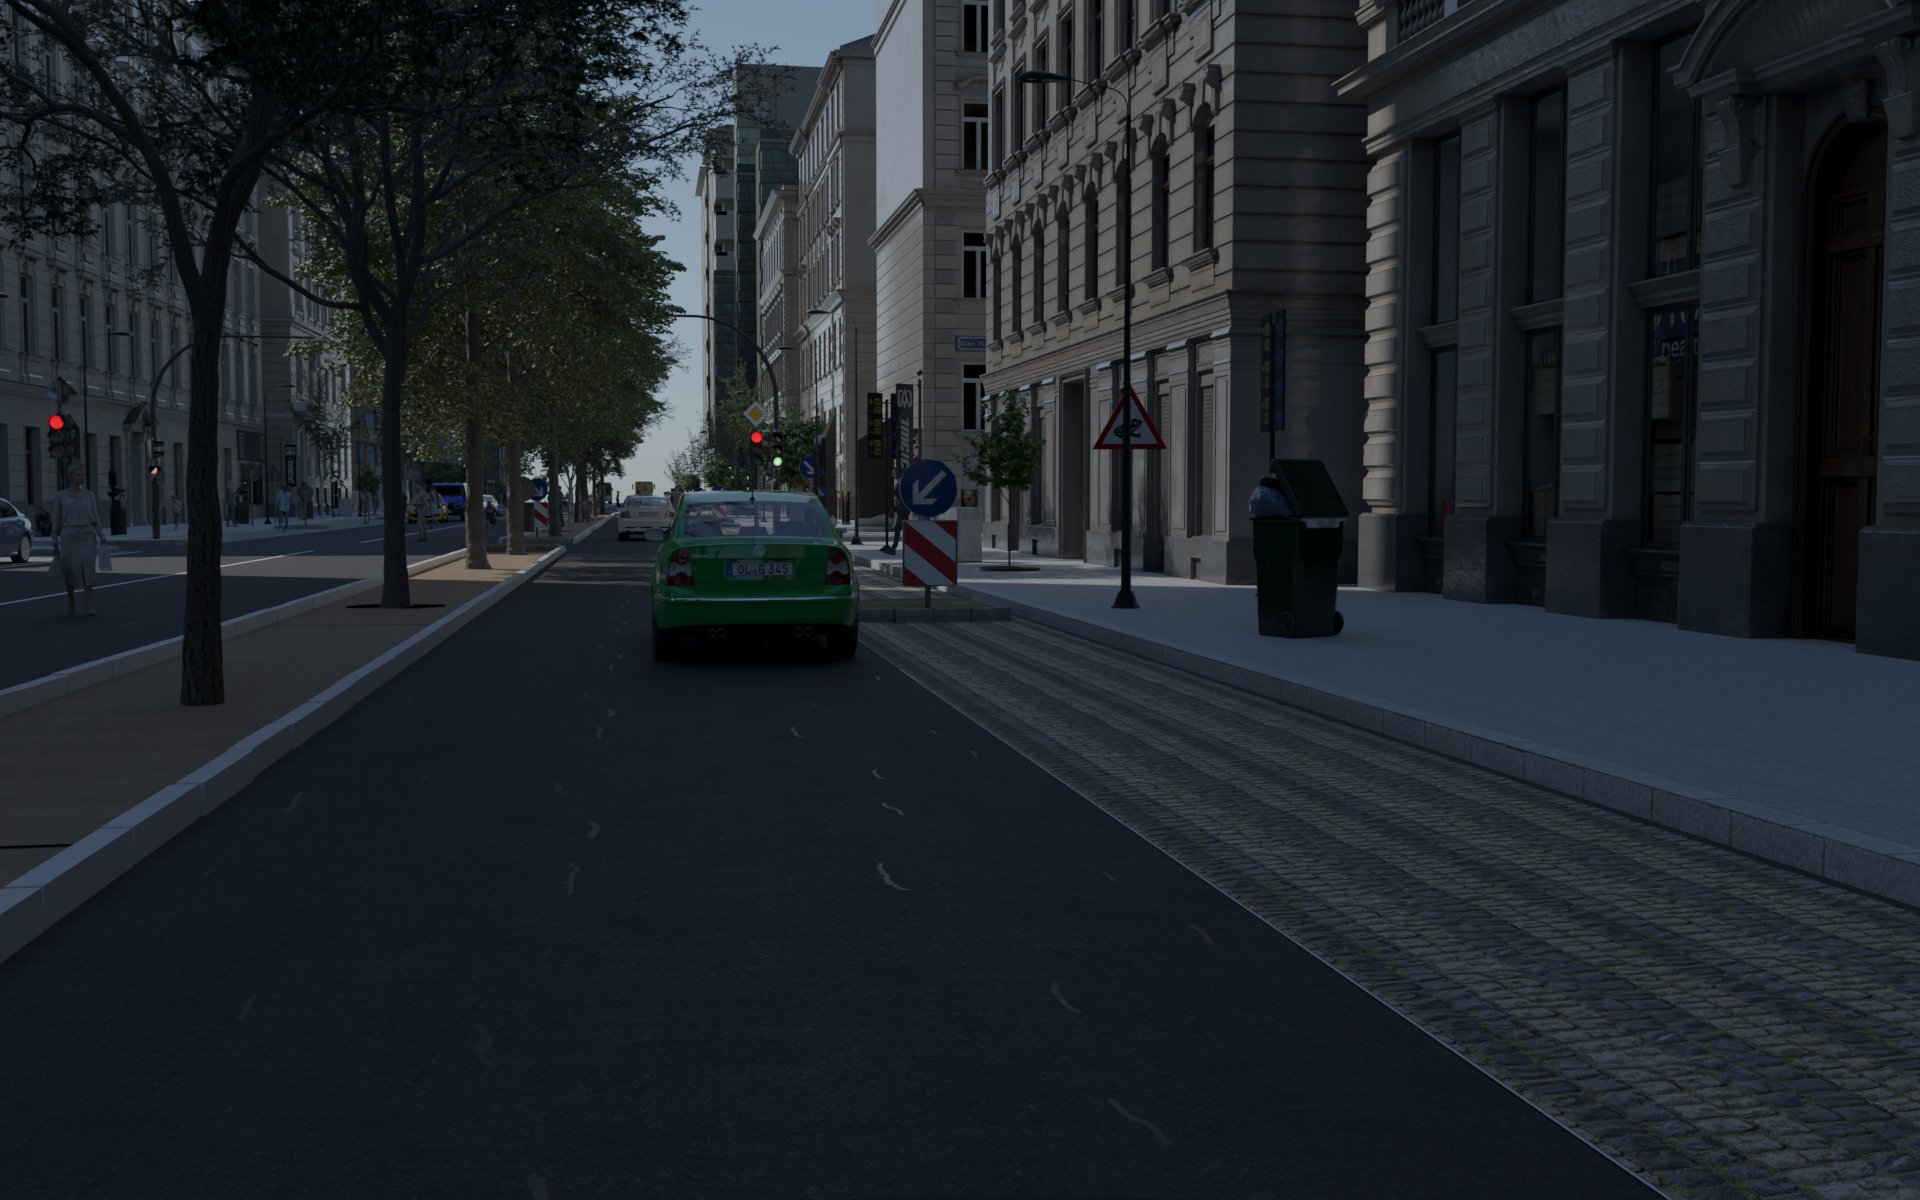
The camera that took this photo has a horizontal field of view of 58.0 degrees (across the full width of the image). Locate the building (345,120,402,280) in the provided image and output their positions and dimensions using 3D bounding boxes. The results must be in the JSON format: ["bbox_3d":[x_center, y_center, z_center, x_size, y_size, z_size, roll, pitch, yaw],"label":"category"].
[{"bbox_3d":[-55.029,-30.986,156.728,14.600,45.320,14.200,-1,4,-10],"label":"building"}]

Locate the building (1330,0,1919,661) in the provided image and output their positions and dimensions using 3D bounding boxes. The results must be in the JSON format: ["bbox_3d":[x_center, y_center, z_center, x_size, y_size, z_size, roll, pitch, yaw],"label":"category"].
[{"bbox_3d":[11.810,-11.371,14.787,11.050,23.489,19.941,-1,4,-10],"label":"building"}]

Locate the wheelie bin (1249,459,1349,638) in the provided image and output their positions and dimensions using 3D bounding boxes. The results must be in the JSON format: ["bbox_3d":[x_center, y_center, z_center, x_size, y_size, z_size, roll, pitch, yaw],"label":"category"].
[{"bbox_3d":[3.020,-0.474,15.651,0.980,1.594,0.693,-2,4,-35],"label":"wheelie bin"}]

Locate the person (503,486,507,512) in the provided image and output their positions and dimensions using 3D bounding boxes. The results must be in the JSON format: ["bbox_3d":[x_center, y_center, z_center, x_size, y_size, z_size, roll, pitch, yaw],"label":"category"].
[{"bbox_3d":[-22.306,-4.730,85.612,0.659,1.850,0.755,0,4,3],"label":"person"}]

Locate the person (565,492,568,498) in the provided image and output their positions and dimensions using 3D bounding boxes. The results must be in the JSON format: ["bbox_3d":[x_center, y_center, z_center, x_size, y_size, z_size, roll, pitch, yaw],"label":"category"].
[{"bbox_3d":[-48.044,-12.390,211.795,1.217,1.743,0.721,-1,4,-23],"label":"person"}]

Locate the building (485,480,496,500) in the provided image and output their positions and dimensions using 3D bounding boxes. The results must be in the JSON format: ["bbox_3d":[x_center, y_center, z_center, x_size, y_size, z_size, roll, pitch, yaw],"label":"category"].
[{"bbox_3d":[-75.315,-32.044,215.807,32.217,40.220,23.993,-1,4,-10],"label":"building"}]

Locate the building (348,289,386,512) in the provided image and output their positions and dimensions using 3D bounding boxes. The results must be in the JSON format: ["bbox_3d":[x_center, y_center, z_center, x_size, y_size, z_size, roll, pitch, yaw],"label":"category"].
[{"bbox_3d":[-58.377,-17.734,134.984,27.650,21.520,28.899,-1,4,-10],"label":"building"}]

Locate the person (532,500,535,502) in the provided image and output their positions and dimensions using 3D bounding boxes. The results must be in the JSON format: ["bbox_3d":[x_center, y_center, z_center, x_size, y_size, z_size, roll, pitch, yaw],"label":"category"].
[{"bbox_3d":[-62.163,-15.034,252.785,0.756,1.711,0.436,1,4,12],"label":"person"}]

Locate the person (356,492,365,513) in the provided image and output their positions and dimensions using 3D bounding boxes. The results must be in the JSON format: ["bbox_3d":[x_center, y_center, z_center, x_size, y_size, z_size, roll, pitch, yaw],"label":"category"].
[{"bbox_3d":[-40.457,-6.740,116.838,0.643,1.750,0.593,-2,4,-30],"label":"person"}]

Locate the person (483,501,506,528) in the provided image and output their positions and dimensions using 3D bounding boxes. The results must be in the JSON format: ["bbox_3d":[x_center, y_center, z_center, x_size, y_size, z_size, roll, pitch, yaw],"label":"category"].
[{"bbox_3d":[-19.507,-3.570,72.373,1.012,1.151,0.738,-1,4,-23],"label":"person"}]

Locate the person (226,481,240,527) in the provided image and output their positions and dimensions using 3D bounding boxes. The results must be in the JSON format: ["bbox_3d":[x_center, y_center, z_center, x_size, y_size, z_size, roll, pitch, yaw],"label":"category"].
[{"bbox_3d":[-28.188,-3.725,67.127,0.526,1.800,0.537,-1,4,-17],"label":"person"}]

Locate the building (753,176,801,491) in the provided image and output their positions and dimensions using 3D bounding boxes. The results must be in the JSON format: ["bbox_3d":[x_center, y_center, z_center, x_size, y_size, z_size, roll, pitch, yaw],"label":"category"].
[{"bbox_3d":[-7.910,-17.701,118.281,11.050,23.489,19.941,-1,4,-10],"label":"building"}]

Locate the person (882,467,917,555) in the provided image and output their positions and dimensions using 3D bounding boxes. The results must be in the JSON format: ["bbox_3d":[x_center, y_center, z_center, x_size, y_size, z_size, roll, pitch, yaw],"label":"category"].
[{"bbox_3d":[-1.273,-1.861,36.252,0.755,1.850,0.659,0,4,-8],"label":"person"}]

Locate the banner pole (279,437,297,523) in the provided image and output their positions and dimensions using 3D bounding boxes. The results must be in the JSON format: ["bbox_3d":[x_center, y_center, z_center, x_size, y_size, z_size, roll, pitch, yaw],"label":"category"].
[{"bbox_3d":[-29.745,-5.294,76.567,0.863,3.779,0.401,-1,4,-14],"label":"banner pole"}]

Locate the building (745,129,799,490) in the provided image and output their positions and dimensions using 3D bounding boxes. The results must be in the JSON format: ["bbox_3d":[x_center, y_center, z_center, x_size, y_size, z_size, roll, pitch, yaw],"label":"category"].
[{"bbox_3d":[-9.650,-22.606,141.308,14.160,30.474,14.107,-1,4,-10],"label":"building"}]

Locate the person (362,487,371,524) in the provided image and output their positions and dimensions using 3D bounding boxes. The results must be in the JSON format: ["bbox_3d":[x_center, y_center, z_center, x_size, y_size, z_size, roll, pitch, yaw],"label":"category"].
[{"bbox_3d":[-27.889,-4.435,81.347,0.374,1.781,0.599,-2,4,-33],"label":"person"}]

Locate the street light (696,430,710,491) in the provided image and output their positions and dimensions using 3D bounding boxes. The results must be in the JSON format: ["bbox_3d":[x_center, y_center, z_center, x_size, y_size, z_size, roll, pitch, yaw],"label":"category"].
[{"bbox_3d":[-18.669,-9.568,128.985,1.470,5.913,1.316,-1,4,-10],"label":"street light"}]

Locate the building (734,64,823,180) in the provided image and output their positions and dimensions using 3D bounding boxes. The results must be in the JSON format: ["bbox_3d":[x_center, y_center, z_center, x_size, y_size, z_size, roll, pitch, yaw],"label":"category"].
[{"bbox_3d":[-14.989,-29.709,169.344,14.154,41.232,14.086,-1,4,-10],"label":"building"}]

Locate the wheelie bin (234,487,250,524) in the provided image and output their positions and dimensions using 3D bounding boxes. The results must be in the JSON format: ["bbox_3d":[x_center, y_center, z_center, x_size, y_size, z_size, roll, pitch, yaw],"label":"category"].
[{"bbox_3d":[-30.952,-4.077,74.572,0.693,1.594,0.980,-3,4,-38],"label":"wheelie bin"}]

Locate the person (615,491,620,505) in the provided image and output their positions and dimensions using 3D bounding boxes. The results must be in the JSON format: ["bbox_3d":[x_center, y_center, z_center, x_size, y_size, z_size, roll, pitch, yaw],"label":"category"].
[{"bbox_3d":[-28.826,-8.332,145.511,0.721,1.735,1.217,-1,4,-18],"label":"person"}]

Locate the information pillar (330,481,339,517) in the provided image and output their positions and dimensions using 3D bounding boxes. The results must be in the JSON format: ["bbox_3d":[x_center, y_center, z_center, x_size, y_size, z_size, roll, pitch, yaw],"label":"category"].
[{"bbox_3d":[-35.733,-5.778,98.965,0.304,2.012,0.304,3,4,38],"label":"information pillar"}]

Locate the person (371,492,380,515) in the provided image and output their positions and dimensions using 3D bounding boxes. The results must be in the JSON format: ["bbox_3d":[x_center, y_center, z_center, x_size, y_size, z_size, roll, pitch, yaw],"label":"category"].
[{"bbox_3d":[-35.637,-6.091,105.641,0.555,1.821,0.388,0,4,-4],"label":"person"}]

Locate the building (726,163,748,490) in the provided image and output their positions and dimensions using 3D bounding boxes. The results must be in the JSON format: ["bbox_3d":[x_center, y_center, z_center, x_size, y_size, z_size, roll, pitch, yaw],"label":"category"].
[{"bbox_3d":[-13.185,-23.452,155.133,14.160,30.474,14.107,-1,4,-10],"label":"building"}]

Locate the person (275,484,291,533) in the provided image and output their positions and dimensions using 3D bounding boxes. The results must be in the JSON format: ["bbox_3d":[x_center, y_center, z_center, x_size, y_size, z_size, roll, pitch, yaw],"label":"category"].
[{"bbox_3d":[-25.125,-3.396,64.297,0.793,1.790,0.793,1,4,9],"label":"person"}]

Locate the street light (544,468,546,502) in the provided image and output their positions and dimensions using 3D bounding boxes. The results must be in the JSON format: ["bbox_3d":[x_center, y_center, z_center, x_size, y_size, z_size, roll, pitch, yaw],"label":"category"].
[{"bbox_3d":[-61.734,-17.224,254.145,1.470,5.913,1.316,-1,4,-10],"label":"street light"}]

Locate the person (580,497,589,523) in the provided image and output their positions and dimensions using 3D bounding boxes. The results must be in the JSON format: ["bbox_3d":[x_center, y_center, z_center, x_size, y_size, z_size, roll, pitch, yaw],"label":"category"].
[{"bbox_3d":[-18.747,-4.502,86.387,0.640,1.303,0.475,2,4,24],"label":"person"}]

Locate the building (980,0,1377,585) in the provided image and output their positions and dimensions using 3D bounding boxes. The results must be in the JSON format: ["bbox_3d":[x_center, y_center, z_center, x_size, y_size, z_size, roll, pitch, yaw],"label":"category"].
[{"bbox_3d":[6.753,-11.264,33.325,9.793,20.994,18.267,-1,4,-10],"label":"building"}]

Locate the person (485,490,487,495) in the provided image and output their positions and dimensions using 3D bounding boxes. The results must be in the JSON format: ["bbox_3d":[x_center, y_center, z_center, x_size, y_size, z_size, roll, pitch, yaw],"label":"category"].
[{"bbox_3d":[-49.881,-10.698,181.778,0.721,1.723,1.217,-3,4,-37],"label":"person"}]

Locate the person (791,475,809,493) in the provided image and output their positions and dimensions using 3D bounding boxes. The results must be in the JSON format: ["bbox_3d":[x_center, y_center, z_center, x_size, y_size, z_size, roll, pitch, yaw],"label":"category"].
[{"bbox_3d":[-3.191,-1.607,34.863,0.616,1.811,0.778,-3,4,-36],"label":"person"}]

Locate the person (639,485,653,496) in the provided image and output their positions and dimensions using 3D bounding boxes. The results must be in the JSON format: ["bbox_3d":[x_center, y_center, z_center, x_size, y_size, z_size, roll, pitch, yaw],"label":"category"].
[{"bbox_3d":[-11.557,-3.374,64.155,0.782,1.767,0.515,-1,4,-11],"label":"person"}]

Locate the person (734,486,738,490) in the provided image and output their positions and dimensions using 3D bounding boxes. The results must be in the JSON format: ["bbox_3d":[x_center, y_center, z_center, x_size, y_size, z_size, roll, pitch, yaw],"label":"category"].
[{"bbox_3d":[-12.393,-5.472,96.344,0.563,1.720,0.643,2,4,35],"label":"person"}]

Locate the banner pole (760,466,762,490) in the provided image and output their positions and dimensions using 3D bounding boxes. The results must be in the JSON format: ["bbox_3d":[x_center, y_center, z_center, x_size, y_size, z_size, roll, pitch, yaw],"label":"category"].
[{"bbox_3d":[-10.052,-5.958,87.430,0.401,3.779,0.863,0,3,0],"label":"banner pole"}]

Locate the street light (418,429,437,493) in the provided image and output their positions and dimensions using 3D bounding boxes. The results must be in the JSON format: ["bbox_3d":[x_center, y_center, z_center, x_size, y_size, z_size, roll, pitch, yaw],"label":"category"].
[{"bbox_3d":[-38.039,-9.277,124.212,1.470,5.913,1.316,-1,4,-10],"label":"street light"}]

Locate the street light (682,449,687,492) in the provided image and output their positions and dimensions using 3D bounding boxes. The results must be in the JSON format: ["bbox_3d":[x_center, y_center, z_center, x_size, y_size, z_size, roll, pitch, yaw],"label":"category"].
[{"bbox_3d":[-27.390,-12.508,177.038,1.470,5.913,1.316,-1,4,-10],"label":"street light"}]

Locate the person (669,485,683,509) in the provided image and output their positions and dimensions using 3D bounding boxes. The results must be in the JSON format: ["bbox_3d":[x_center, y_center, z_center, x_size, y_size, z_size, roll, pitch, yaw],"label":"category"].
[{"bbox_3d":[-11.718,-3.844,71.469,0.709,1.813,0.853,0,4,-7],"label":"person"}]

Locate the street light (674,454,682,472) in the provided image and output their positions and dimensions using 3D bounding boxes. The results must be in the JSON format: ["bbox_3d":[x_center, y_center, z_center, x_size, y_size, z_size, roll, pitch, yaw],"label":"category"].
[{"bbox_3d":[-33.765,-14.609,211.398,1.470,5.913,1.316,-1,4,-10],"label":"street light"}]

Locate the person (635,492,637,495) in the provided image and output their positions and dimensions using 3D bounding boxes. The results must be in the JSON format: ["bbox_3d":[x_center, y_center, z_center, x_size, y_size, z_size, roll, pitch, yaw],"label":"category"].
[{"bbox_3d":[-45.929,-14.488,246.101,0.721,1.736,1.217,0,4,-2],"label":"person"}]

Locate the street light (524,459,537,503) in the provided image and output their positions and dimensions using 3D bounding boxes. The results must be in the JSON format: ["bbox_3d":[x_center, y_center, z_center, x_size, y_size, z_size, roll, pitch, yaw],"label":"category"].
[{"bbox_3d":[-57.260,-15.737,229.843,1.470,5.913,1.316,-1,4,-10],"label":"street light"}]

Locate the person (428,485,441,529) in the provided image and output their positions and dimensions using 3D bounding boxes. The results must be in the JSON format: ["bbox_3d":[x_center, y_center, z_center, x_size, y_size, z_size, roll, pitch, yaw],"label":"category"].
[{"bbox_3d":[-21.594,-3.829,71.198,0.778,1.811,0.616,3,4,39],"label":"person"}]

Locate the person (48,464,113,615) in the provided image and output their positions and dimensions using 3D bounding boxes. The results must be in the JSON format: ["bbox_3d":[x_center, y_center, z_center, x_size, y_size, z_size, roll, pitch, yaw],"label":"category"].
[{"bbox_3d":[-10.457,-0.718,20.596,0.694,1.780,0.624,-1,4,-21],"label":"person"}]

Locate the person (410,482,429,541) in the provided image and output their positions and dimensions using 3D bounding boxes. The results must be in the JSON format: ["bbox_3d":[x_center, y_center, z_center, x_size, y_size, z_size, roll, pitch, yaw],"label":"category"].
[{"bbox_3d":[-16.418,-2.680,52.519,0.583,1.804,0.606,-3,4,-36],"label":"person"}]

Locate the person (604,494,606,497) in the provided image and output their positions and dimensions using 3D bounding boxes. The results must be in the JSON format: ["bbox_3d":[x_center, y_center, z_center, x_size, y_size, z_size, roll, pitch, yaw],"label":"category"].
[{"bbox_3d":[-43.481,-12.213,211.412,0.697,1.427,0.421,0,4,3],"label":"person"}]

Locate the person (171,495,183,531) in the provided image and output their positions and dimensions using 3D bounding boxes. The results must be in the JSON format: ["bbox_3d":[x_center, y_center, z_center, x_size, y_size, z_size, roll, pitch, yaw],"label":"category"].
[{"bbox_3d":[-27.375,-3.046,60.532,0.332,1.250,0.352,3,5,41],"label":"person"}]

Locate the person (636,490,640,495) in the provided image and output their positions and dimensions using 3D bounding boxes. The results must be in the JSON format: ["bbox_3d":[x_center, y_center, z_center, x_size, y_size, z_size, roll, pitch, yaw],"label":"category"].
[{"bbox_3d":[-30.578,-9.554,164.794,1.348,1.812,0.705,3,5,42],"label":"person"}]

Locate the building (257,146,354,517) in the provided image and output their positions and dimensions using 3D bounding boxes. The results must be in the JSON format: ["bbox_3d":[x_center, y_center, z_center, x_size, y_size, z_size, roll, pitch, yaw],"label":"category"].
[{"bbox_3d":[-44.468,-19.394,102.996,13.634,28.700,20.117,-1,4,-10],"label":"building"}]

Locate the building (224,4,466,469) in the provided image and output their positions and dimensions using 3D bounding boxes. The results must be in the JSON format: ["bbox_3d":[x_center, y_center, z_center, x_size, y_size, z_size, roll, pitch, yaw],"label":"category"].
[{"bbox_3d":[-62.448,-38.822,176.739,21.231,58.520,28.212,-1,4,-10],"label":"building"}]

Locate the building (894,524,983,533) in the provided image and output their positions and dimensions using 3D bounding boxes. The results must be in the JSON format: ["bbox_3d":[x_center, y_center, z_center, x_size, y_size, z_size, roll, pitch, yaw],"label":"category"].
[{"bbox_3d":[9.651,-16.305,63.849,25.104,27.353,12.463,-1,4,-10],"label":"building"}]

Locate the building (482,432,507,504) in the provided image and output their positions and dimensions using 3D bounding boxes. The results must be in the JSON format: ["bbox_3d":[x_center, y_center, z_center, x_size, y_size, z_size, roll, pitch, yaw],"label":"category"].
[{"bbox_3d":[-77.560,-24.336,242.931,27.650,21.520,28.899,-1,4,-10],"label":"building"}]

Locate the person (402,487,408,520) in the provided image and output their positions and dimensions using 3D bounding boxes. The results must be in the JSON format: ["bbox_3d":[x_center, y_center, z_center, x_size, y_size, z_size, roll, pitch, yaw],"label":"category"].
[{"bbox_3d":[-27.943,-4.755,86.665,0.534,1.772,0.576,2,4,30],"label":"person"}]

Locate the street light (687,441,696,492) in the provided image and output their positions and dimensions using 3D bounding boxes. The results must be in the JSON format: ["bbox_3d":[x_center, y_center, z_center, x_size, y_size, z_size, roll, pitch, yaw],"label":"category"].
[{"bbox_3d":[-23.090,-11.036,152.977,1.470,5.913,1.316,-1,4,-10],"label":"street light"}]

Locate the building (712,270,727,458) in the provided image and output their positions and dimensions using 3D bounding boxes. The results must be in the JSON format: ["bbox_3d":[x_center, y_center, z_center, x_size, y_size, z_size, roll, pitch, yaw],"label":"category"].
[{"bbox_3d":[-24.982,-27.692,224.463,14.160,30.474,14.107,-1,4,-10],"label":"building"}]

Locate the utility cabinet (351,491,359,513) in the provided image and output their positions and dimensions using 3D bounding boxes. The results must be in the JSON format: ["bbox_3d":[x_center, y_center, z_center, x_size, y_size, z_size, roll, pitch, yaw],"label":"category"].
[{"bbox_3d":[-41.395,-6.694,118.127,1.173,1.500,0.318,1,4,9],"label":"utility cabinet"}]

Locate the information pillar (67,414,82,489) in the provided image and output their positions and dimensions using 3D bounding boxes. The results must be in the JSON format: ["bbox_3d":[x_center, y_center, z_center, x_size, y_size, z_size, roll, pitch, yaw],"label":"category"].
[{"bbox_3d":[-26.160,-3.660,51.194,0.183,3.616,0.504,0,4,5],"label":"information pillar"}]

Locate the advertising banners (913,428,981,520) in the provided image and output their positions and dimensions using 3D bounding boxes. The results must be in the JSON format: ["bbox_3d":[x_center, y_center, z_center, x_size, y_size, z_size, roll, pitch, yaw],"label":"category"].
[{"bbox_3d":[-0.476,-3.040,45.898,2.074,3.025,0.090,0,4,2],"label":"advertising banners"}]

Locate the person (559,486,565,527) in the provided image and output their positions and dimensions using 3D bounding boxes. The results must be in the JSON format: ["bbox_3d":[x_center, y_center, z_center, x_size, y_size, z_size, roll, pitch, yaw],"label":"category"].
[{"bbox_3d":[-17.462,-4.065,75.144,0.590,1.801,0.661,-1,4,-8],"label":"person"}]

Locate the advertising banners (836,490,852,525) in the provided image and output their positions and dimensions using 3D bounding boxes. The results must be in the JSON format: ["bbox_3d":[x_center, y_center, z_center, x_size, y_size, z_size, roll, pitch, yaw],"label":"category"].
[{"bbox_3d":[-5.272,-4.644,72.119,2.074,3.025,0.090,3,5,41],"label":"advertising banners"}]

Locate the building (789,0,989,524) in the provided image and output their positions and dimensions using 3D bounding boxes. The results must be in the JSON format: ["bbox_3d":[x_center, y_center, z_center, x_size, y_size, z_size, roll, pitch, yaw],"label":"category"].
[{"bbox_3d":[-2.241,-18.292,96.343,12.463,27.353,25.104,-1,4,-10],"label":"building"}]

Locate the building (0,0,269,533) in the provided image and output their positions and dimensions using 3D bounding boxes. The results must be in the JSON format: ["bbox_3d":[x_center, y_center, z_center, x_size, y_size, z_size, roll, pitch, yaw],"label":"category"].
[{"bbox_3d":[-41.057,-17.983,70.442,17.030,29.872,44.131,-1,4,-10],"label":"building"}]

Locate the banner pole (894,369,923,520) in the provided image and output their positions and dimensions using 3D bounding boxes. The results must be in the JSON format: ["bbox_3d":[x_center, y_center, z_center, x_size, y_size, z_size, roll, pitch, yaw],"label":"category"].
[{"bbox_3d":[-0.981,-2.734,34.714,0.863,3.779,0.401,-3,5,-42],"label":"banner pole"}]
